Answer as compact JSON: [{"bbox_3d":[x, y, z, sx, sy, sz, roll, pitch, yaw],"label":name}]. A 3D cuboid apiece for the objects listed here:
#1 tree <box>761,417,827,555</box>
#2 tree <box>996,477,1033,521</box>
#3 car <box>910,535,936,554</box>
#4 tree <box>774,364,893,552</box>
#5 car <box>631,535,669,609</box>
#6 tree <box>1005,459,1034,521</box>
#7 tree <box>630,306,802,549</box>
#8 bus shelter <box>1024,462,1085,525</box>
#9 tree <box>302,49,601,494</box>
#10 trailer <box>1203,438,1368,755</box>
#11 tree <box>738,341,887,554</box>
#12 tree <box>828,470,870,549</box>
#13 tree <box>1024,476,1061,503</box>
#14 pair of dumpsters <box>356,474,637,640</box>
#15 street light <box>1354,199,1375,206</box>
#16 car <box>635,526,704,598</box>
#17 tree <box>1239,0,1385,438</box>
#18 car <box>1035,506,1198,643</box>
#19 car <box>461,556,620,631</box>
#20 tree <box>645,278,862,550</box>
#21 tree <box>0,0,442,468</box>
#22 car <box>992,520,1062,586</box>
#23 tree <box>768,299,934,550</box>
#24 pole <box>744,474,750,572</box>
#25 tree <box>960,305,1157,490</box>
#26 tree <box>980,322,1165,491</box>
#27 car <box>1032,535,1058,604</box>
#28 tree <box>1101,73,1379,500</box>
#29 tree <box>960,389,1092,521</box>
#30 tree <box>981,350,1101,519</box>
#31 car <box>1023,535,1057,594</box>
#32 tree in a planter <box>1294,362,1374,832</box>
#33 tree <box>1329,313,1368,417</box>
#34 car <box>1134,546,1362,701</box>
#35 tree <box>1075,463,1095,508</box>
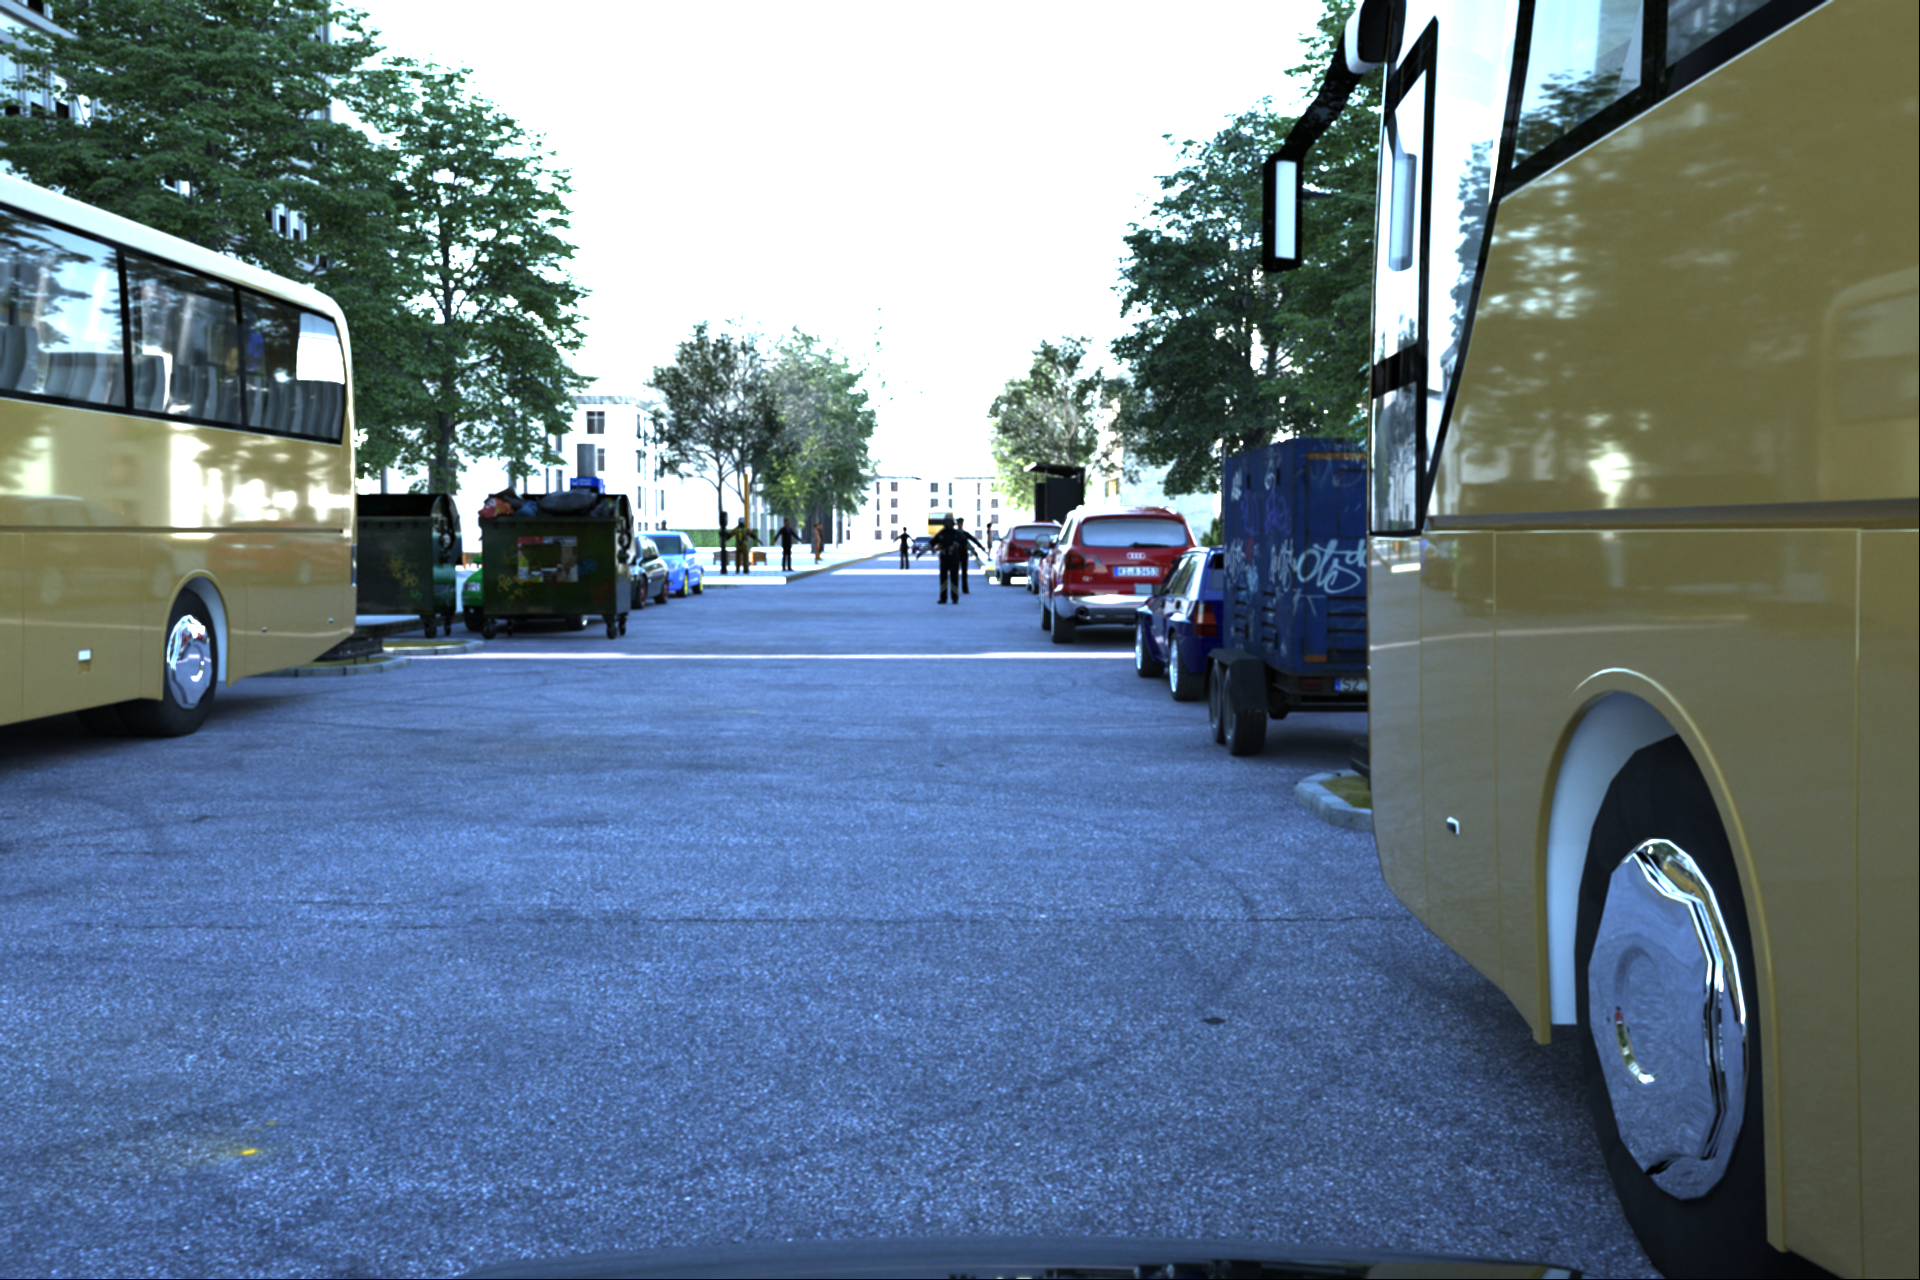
[{"bbox_3d":[-10.043,-9.528,106.146,4.737,8.622,4.395,0,3,0],"label":"tree"},{"bbox_3d":[5.149,-12.570,155.880,4.360,8.622,3.978,0,3,0],"label":"tree"},{"bbox_3d":[-2.656,-7.002,127.056,1.945,1.354,3.894,0,4,0],"label":"car"},{"bbox_3d":[-9.899,-13.127,124.994,12.009,13.543,11.850,0,3,0],"label":"tree"},{"bbox_3d":[-6.884,-1.496,34.248,2.009,1.686,4.222,0,4,0],"label":"car"},{"bbox_3d":[5.908,-12.014,146.799,4.737,8.622,4.395,0,3,0],"label":"tree"},{"bbox_3d":[-10.111,-8.388,71.556,7.601,10.594,8.767,-1,4,-9],"label":"tree"},{"bbox_3d":[3.259,-4.193,59.837,1.731,3.624,6.357,0,4,-1],"label":"bus shelter"},{"bbox_3d":[-12.145,-7.540,41.409,7.486,12.596,7.792,0,3,0],"label":"tree"},{"bbox_3d":[2.450,-0.317,12.231,1.471,1.999,3.904,0,3,0],"label":"trailer"},{"bbox_3d":[-9.671,-12.680,113.976,9.857,13.997,8.962,0,3,0],"label":"tree"},{"bbox_3d":[-9.280,-12.312,151.658,4.360,8.622,3.978,0,3,0],"label":"tree"},{"bbox_3d":[5.918,-10.408,120.540,4.737,8.622,4.395,0,3,0],"label":"tree"},{"bbox_3d":[-6.781,-1.159,23.896,4.436,2.255,1.574,0,4,-1],"label":"pair of dumpsters"},{"bbox_3d":[6.248,-3.120,23.551,1.470,5.913,1.316,0,4,0],"label":"street light"},{"bbox_3d":[-7.004,-1.869,40.152,1.945,1.707,3.694,0,4,0],"label":"car"},{"bbox_3d":[8.807,-6.907,31.054,7.486,12.596,7.792,0,3,0],"label":"tree"},{"bbox_3d":[2.218,-0.953,24.252,2.281,1.827,5.304,0,4,0],"label":"car"},{"bbox_3d":[-6.471,-1.122,27.140,1.959,1.807,4.718,0,4,-1],"label":"car"},{"bbox_3d":[-10.369,-10.624,84.076,12.009,13.543,11.850,0,3,0],"label":"tree"},{"bbox_3d":[-13.133,-6.836,29.893,7.486,12.596,7.792,0,3,0],"label":"tree"},{"bbox_3d":[2.097,-2.505,49.626,2.281,1.827,5.304,0,4,-1],"label":"car"},{"bbox_3d":[-8.710,-17.298,138.706,12.611,20.169,13.585,0,3,0],"label":"tree"},{"bbox_3d":[-7.207,-3.955,58.499,0.158,3.312,0.155,0,3,0],"label":"pole"},{"bbox_3d":[5.578,-11.126,92.281,12.009,13.543,11.850,0,3,0],"label":"tree"},{"bbox_3d":[5.338,-8.653,75.887,8.767,10.594,7.601,-1,4,-14],"label":"tree"},{"bbox_3d":[2.517,-1.527,34.006,2.155,1.783,4.494,0,4,0],"label":"car"},{"bbox_3d":[8.259,-8.721,49.242,9.857,13.997,8.962,0,3,0],"label":"tree"},{"bbox_3d":[5.242,-13.636,133.323,12.009,13.543,11.850,0,3,0],"label":"tree"},{"bbox_3d":[4.982,-11.498,106.113,7.486,12.596,7.792,0,3,0],"label":"tree"},{"bbox_3d":[2.583,-1.869,42.566,2.014,1.417,4.499,0,4,-1],"label":"car"},{"bbox_3d":[2.809,-0.716,8.925,1.991,3.239,1.994,0,4,-1],"label":"tree in a planter"},{"bbox_3d":[16.654,-8.428,63.545,9.928,11.665,9.643,0,3,0],"label":"tree"},{"bbox_3d":[2.660,-0.221,16.202,1.945,1.354,3.894,0,4,-1],"label":"car"},{"bbox_3d":[15.409,-20.054,246.010,7.486,12.596,7.792,0,3,0],"label":"tree"}]
